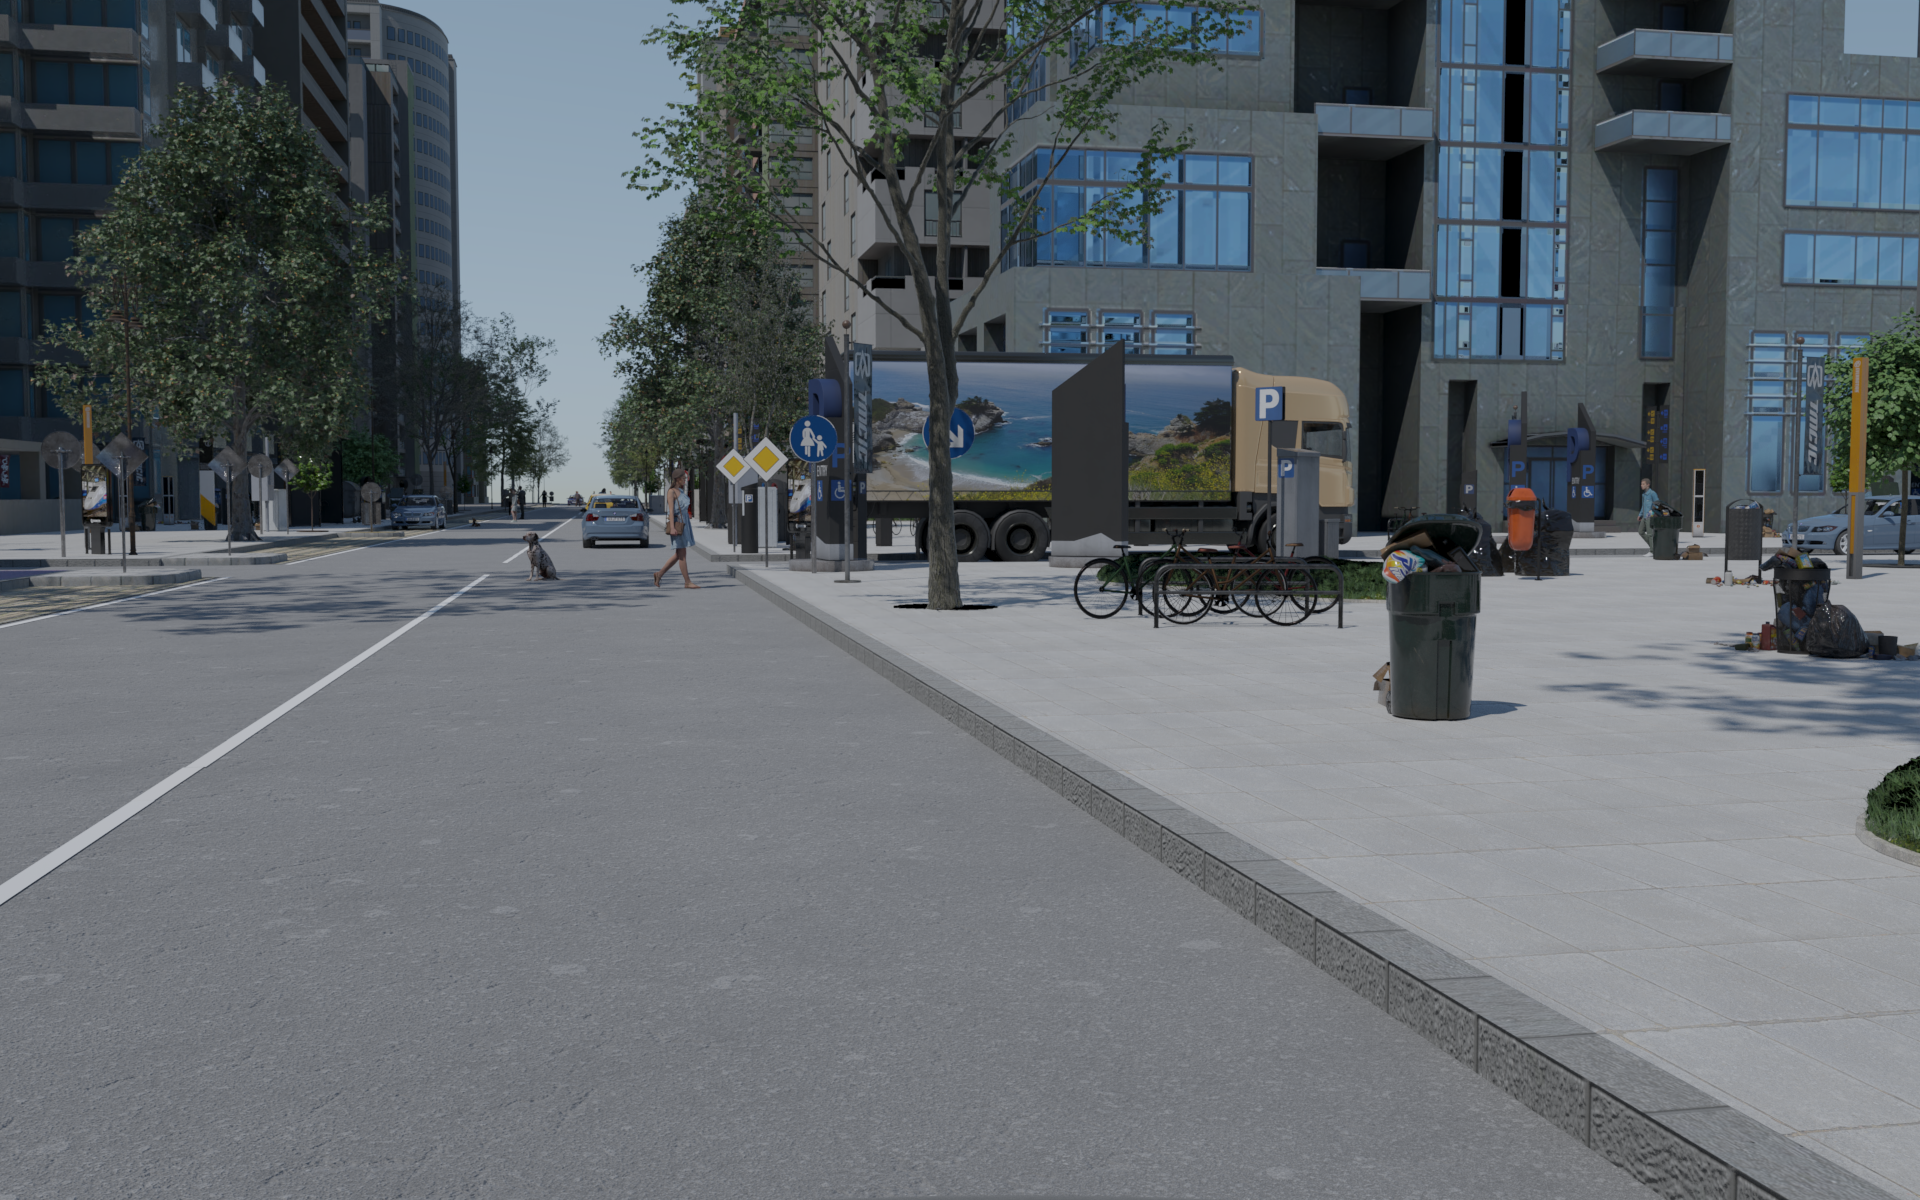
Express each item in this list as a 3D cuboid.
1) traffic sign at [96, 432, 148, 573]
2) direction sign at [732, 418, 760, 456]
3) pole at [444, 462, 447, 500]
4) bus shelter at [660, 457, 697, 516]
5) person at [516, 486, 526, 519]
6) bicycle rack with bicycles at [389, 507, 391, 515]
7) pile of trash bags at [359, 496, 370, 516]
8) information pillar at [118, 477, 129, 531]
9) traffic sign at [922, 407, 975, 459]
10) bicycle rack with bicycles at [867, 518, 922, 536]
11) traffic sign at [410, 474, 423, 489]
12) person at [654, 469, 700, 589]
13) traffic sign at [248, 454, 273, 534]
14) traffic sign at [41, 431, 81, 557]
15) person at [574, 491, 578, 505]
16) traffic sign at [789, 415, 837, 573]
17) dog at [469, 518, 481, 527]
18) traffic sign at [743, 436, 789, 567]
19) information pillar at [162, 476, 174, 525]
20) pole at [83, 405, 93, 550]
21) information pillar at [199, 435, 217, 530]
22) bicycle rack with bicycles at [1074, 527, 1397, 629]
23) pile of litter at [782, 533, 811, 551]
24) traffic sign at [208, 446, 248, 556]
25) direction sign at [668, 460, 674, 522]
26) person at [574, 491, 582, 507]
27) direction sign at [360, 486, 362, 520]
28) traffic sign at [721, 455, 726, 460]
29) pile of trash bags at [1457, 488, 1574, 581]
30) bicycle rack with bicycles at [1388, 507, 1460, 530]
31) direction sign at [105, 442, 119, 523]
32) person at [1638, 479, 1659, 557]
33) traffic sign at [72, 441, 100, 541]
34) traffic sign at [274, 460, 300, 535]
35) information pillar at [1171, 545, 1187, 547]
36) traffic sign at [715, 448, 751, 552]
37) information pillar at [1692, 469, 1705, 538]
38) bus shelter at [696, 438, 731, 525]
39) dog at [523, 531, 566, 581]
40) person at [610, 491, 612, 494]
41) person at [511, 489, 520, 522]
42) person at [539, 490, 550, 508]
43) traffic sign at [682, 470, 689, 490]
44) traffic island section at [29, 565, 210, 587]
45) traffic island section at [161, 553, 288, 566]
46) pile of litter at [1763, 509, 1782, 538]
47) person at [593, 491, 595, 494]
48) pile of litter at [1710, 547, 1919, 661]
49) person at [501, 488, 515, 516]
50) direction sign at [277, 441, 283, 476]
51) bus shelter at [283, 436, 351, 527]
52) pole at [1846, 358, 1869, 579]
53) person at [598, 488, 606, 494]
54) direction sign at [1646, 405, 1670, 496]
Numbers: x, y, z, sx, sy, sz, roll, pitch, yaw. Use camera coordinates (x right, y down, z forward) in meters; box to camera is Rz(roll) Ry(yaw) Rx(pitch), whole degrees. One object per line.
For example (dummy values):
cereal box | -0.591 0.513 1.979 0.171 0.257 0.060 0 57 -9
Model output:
traffic sign | -13.624 -1.501 28.192 0.795 2.450 0.064 -1 4 -11
direction sign | -6.395 -3.657 51.792 0.876 3.537 0.379 1 4 13
pole | -32.262 -7.016 108.562 0.158 3.312 0.155 0 3 0
bus shelter | -15.882 -6.359 97.889 2.014 3.302 5.546 -1 4 -11
person | -24.960 -5.534 98.337 0.474 1.900 0.648 0 4 0
bicycle rack with bicycles | -32.145 -5.452 102.527 2.925 0.926 2.852 -2 4 -31
pile of trash bags | -34.764 -5.569 100.803 1.912 1.369 3.447 -2 4 -30
information pillar | -29.041 -3.402 60.120 0.304 2.012 0.304 -2 4 -27
traffic sign | -0.166 -1.538 25.255 0.768 2.556 0.104 0 4 -3
bicycle rack with bicycles | -1.602 -2.451 53.463 2.852 0.926 2.925 1 4 23
traffic sign | -34.014 -6.626 108.444 0.768 2.556 0.104 0 4 -5
person | -4.296 -1.073 26.130 0.778 1.811 0.616 1 4 15
traffic sign | -22.196 -3.355 54.961 0.768 2.556 0.104 0 4 -7
traffic sign | -18.201 -2.140 35.092 0.768 2.556 0.104 -1 4 -9
person | -48.283 -12.811 217.941 1.348 1.826 0.705 1 4 19
traffic sign | -2.359 -1.702 27.933 0.768 2.556 0.104 0 4 -3
dog | -21.210 -3.390 75.623 0.550 0.427 0.748 0 4 -5
traffic sign | -3.383 -1.627 30.237 0.795 2.450 0.064 -1 4 -11
information pillar | -32.655 -4.095 71.440 0.304 2.012 0.304 1 4 11
pole | -20.006 -2.810 39.795 0.158 3.312 0.155 0 3 0
information pillar | -26.577 -4.270 61.164 0.504 3.616 0.183 0 4 -1
bicycle rack with bicycles | 2.614 -0.254 17.539 2.925 0.926 2.852 0 4 2
pile of litter | -3.417 -1.548 39.276 1.176 0.858 1.719 -1 4 -15
traffic sign | -15.209 -1.980 36.019 0.795 2.450 0.064 -1 4 -11
direction sign | -12.999 -5.260 78.000 0.379 3.537 0.876 0 4 2
person | -43.481 -11.506 197.182 0.990 1.755 0.434 -2 4 -26
direction sign | -29.364 -5.677 84.812 0.876 3.537 0.379 -3 4 -37
traffic sign | -7.208 -3.342 54.753 0.768 2.556 0.104 0 4 -7
pile of trash bags | 8.618 -1.062 27.110 1.912 1.369 3.447 1 4 10
bicycle rack with bicycles | 12.787 -2.077 47.345 2.925 0.926 2.852 -2 4 -32
direction sign | -37.120 -5.139 76.021 0.379 3.537 0.876 1 4 23
person | 15.745 -1.877 39.525 0.444 1.785 0.601 0 4 2
traffic sign | -20.858 -2.518 41.280 0.768 2.556 0.104 0 4 -6
traffic sign | -21.301 -3.281 54.836 0.795 2.450 0.064 -1 4 -10
information pillar | 5.268 -3.104 42.109 0.504 3.616 0.183 2 4 30
traffic sign | -4.968 -2.105 38.064 0.795 2.450 0.064 -1 4 -11
information pillar | 21.758 -2.847 51.034 0.304 2.012 0.304 1 4 18
bus shelter | -10.754 -5.159 75.625 1.731 3.624 6.357 -1 4 -11
dog | -6.834 -0.728 28.742 0.800 0.831 0.513 -1 4 -13
person | -32.666 -9.300 161.354 0.742 1.727 0.445 -3 5 -42
person | -22.678 -4.812 88.185 0.522 1.701 0.512 -2 4 -27
person | -44.106 -10.747 183.844 1.348 1.869 0.705 1 4 20
traffic sign | -14.365 -5.467 89.490 0.768 2.556 0.104 -1 4 -8
traffic island section | -13.646 -0.365 28.249 2.009 0.180 2.903 -1 4 -11
traffic island section | -15.231 -0.844 36.076 2.009 0.180 2.903 -1 4 -11
pile of litter | 23.777 -2.291 51.428 1.176 0.858 1.719 -1 4 -9
person | -46.674 -12.995 221.047 0.705 1.814 1.350 2 4 32
pile of litter | 6.979 -0.008 14.092 1.176 0.858 1.719 -1 4 -10
person | -29.556 -6.460 114.127 1.348 1.823 0.705 -2 4 -24
direction sign | -28.806 -5.035 74.320 0.876 3.537 0.379 -1 4 -9
bus shelter | -26.078 -4.842 70.451 1.731 3.624 6.357 -1 4 -12
pole | 13.482 -1.968 26.016 0.158 3.312 0.155 0 3 0
person | -21.121 -5.712 102.150 0.793 1.790 0.793 2 4 27
direction sign | 17.887 -3.209 44.469 0.379 3.537 0.876 -1 4 -13
